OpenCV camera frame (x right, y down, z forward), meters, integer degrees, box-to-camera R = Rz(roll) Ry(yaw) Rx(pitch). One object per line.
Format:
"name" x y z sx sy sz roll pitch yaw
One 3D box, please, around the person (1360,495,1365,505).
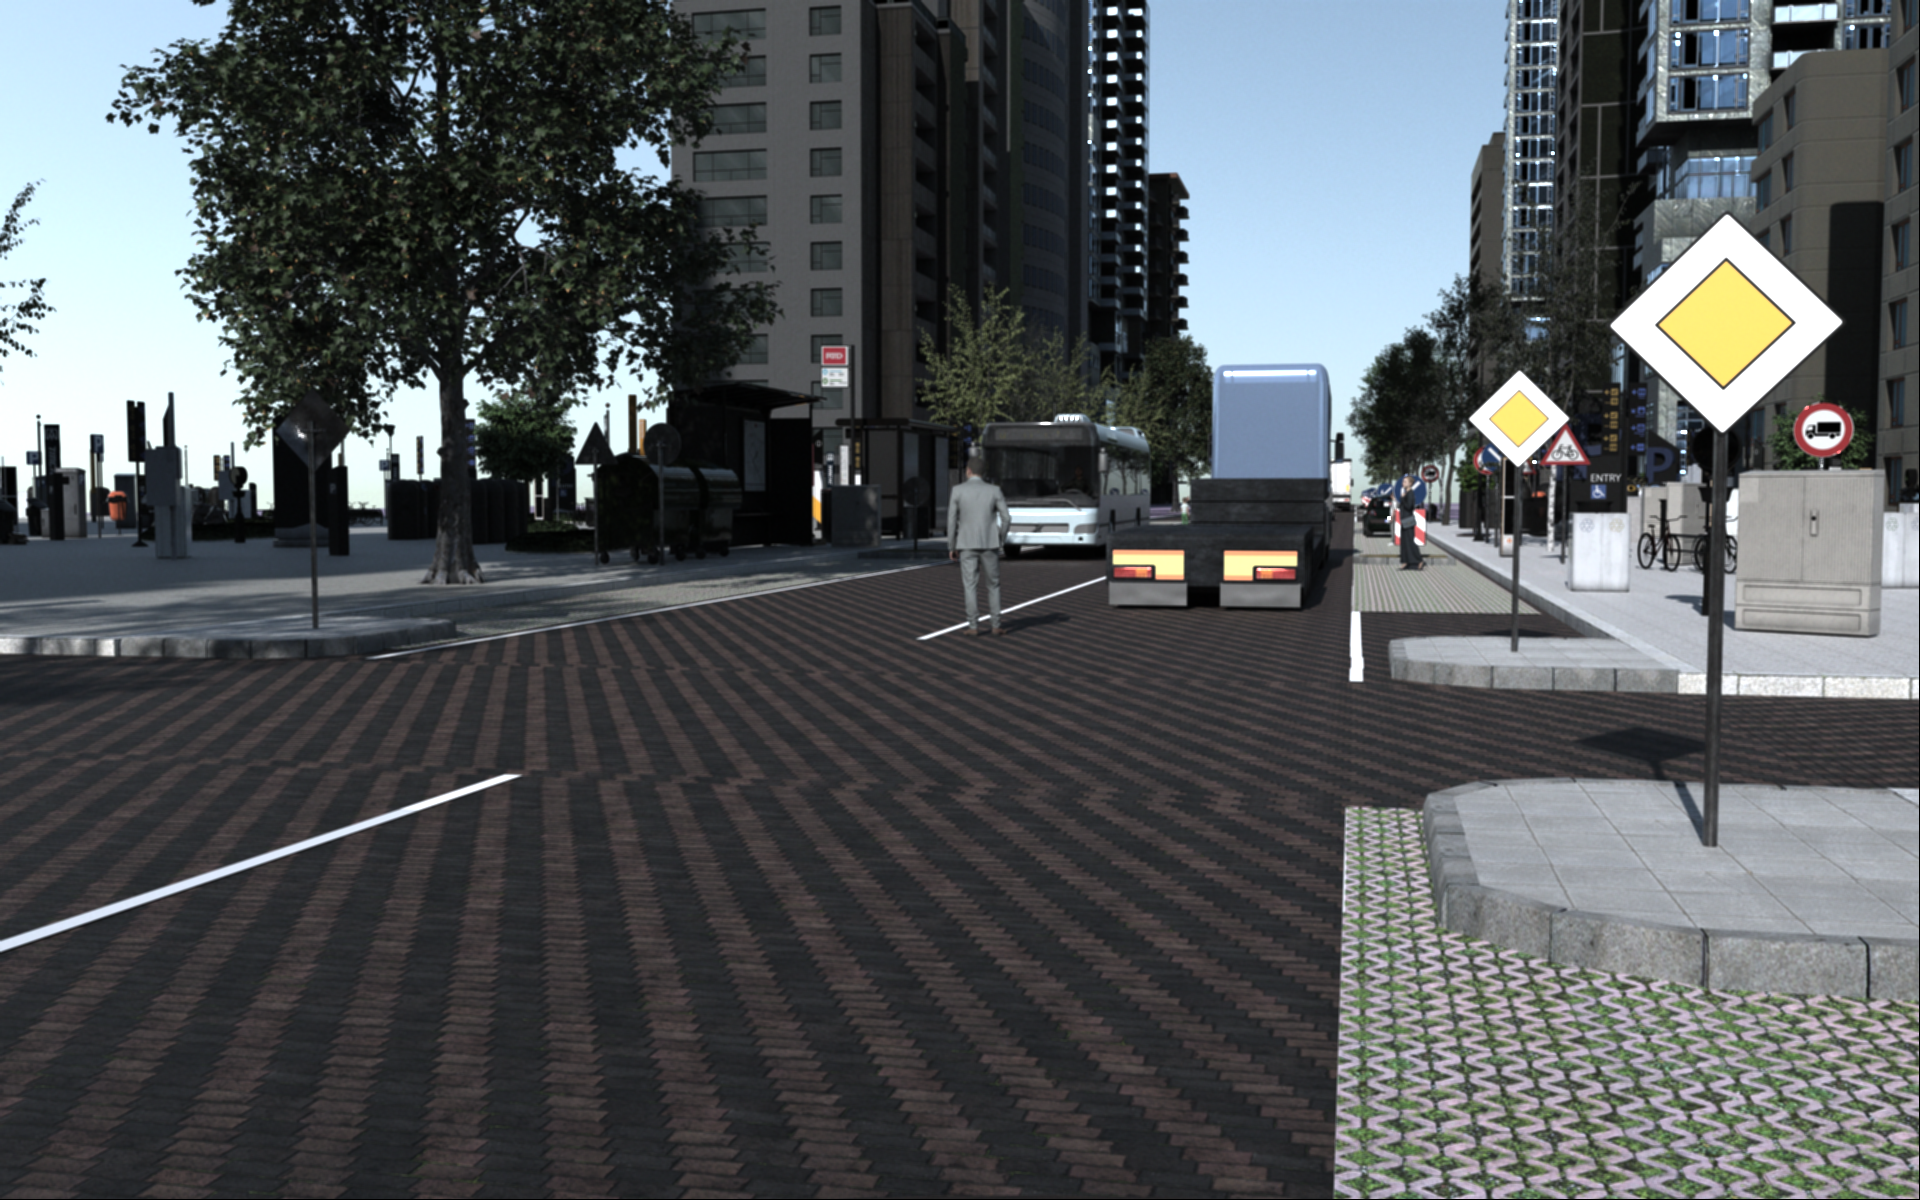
"person" 50.459 -12.672 216.422 1.217 1.736 0.721 -1 4 -23

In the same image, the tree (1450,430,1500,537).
"tree" 15.559 -3.534 52.385 1.663 3.219 1.824 0 3 0

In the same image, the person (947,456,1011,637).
"person" 0.192 -0.544 17.488 0.635 1.810 0.391 -1 4 -10

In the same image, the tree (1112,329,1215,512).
"tree" 15.029 -12.485 121.137 9.611 12.733 9.660 0 3 0

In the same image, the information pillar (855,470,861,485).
"information pillar" -4.311 -5.048 73.884 0.504 3.616 0.183 1 4 11

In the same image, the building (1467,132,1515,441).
"building" 78.259 -36.862 226.401 21.300 48.544 21.600 1 4 13

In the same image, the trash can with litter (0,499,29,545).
"trash can with litter" -24.227 -2.008 44.221 1.055 1.170 0.624 1 4 22

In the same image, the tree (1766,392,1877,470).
"tree" 27.650 -4.398 55.628 4.285 4.588 4.351 0 3 0

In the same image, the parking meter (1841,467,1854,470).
"parking meter" 19.089 -1.944 37.490 0.399 1.863 0.255 0 4 6

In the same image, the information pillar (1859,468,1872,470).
"information pillar" 25.837 -2.750 49.455 0.304 2.012 0.304 2 4 32

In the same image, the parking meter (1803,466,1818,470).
"parking meter" 17.750 -1.853 36.013 0.399 1.863 0.255 0 4 7

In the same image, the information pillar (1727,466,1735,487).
"information pillar" 36.906 -5.599 82.903 0.183 3.616 0.504 0 4 -4

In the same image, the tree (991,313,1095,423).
"tree" 3.048 -7.329 70.199 4.360 8.622 3.978 0 3 0

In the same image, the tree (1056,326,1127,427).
"tree" 4.690 -7.733 76.800 4.737 8.622 4.395 0 3 0

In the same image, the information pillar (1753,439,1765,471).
"information pillar" 33.618 -4.992 72.973 0.183 3.616 0.504 -2 4 -26

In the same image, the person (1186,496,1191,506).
"person" 5.615 -1.995 41.298 0.466 1.800 0.511 0 4 0

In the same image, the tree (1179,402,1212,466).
"tree" 24.064 -14.532 163.361 9.928 11.665 9.643 0 3 0

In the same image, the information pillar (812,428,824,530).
"information pillar" -5.061 -4.283 61.375 0.504 3.616 0.183 1 4 10

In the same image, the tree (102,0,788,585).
"tree" -7.309 -6.591 24.772 9.611 12.733 9.660 0 3 0

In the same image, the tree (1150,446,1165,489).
"tree" 11.028 -7.458 105.658 4.285 4.588 4.351 0 3 0

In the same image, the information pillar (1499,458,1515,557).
"information pillar" 11.171 -1.882 35.255 0.304 2.012 0.304 0 4 7

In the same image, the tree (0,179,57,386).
"tree" -18.670 -4.922 30.833 4.737 8.622 4.395 0 3 0

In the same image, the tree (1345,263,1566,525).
"tree" 20.119 -8.322 70.479 8.767 10.594 7.601 -3 4 -38

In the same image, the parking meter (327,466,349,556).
"parking meter" -12.987 -1.863 36.165 0.399 1.863 0.255 2 4 33

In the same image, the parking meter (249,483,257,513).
"parking meter" -36.522 -5.124 89.480 0.255 1.863 0.399 -3 5 -42

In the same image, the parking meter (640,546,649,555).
"parking meter" -6.655 -1.897 36.734 0.255 1.863 0.399 -1 4 -9

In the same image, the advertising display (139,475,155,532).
"advertising display" -26.811 -3.207 57.655 0.974 1.923 0.123 -1 4 -23

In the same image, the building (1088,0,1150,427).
"building" 11.386 -54.389 201.936 22.319 86.520 31.000 1 4 13

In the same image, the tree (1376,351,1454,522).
"tree" 22.088 -7.938 80.156 4.360 8.622 3.978 0 3 0

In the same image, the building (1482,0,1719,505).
"building" 71.789 -54.248 199.621 22.319 86.520 31.000 1 4 13

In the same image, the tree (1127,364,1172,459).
"tree" 9.739 -9.077 98.766 4.737 8.622 4.395 0 3 0

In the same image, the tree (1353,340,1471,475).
"tree" 30.310 -11.648 116.203 9.928 11.665 9.643 0 3 0

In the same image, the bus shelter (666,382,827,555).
"bus shelter" -4.773 -2.958 39.644 1.731 3.624 6.357 1 4 13

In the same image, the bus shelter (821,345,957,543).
"bus shelter" -2.109 -4.377 49.200 2.179 5.291 8.768 1 4 13

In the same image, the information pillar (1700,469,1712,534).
"information pillar" 16.199 -2.013 37.400 0.304 2.012 0.304 -2 4 -26

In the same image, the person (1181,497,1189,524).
"person" 8.760 -3.347 67.471 0.306 1.304 0.590 0 4 6

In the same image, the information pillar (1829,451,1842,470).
"information pillar" 26.722 -3.763 52.872 0.504 3.616 0.183 -2 4 -28

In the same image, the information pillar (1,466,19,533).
"information pillar" -25.298 -2.545 46.105 0.304 2.012 0.304 3 5 43

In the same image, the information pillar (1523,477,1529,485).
"information pillar" 24.575 -4.344 75.518 0.304 2.012 0.304 2 4 35

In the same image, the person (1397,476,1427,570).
"person" 8.413 -1.433 32.352 0.534 1.772 0.576 -1 4 -10

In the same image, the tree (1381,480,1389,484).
"tree" 52.629 -13.491 215.171 1.663 3.219 1.824 0 3 0

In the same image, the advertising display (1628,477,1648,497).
"advertising display" 25.196 -3.635 64.648 0.974 1.923 0.123 -1 4 -11

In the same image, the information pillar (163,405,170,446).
"information pillar" -20.500 -3.276 44.910 0.183 3.616 0.504 0 4 -6

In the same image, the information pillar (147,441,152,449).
"information pillar" -35.527 -5.178 76.012 0.183 3.616 0.504 -3 5 -40

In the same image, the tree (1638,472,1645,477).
"tree" 32.637 -5.321 81.594 1.663 3.219 1.824 0 3 0

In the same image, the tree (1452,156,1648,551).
"tree" 13.277 -5.406 38.743 4.360 8.622 3.978 0 3 0

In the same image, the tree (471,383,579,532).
"tree" -12.578 -4.051 49.948 4.285 4.588 4.351 0 3 0

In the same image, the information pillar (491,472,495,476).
"information pillar" -25.777 -6.415 96.237 0.504 3.616 0.183 -1 4 -20

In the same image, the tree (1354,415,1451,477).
"tree" 44.357 -16.058 172.925 12.009 13.543 11.850 0 3 0

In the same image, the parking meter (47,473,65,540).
"parking meter" -25.140 -2.597 48.169 0.399 1.863 0.255 3 4 36

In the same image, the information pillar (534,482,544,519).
"information pillar" -14.994 -3.497 61.675 0.304 2.012 0.304 -1 4 -16

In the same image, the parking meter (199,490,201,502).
"parking meter" -38.347 -4.813 87.101 0.372 1.533 0.369 0 3 0

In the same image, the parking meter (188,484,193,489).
"parking meter" -44.998 -5.851 101.370 0.255 1.863 0.399 -2 4 -25

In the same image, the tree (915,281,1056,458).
"tree" 0.624 -6.660 59.261 4.737 8.622 4.395 0 3 0

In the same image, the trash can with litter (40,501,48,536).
"trash can with litter" -28.095 -2.552 53.115 1.055 1.170 0.624 1 4 20

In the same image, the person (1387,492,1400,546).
"person" 12.053 -2.261 48.059 0.523 1.515 0.503 0 4 -7

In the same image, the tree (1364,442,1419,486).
"tree" 56.653 -18.843 226.203 7.486 12.596 7.792 0 3 0
